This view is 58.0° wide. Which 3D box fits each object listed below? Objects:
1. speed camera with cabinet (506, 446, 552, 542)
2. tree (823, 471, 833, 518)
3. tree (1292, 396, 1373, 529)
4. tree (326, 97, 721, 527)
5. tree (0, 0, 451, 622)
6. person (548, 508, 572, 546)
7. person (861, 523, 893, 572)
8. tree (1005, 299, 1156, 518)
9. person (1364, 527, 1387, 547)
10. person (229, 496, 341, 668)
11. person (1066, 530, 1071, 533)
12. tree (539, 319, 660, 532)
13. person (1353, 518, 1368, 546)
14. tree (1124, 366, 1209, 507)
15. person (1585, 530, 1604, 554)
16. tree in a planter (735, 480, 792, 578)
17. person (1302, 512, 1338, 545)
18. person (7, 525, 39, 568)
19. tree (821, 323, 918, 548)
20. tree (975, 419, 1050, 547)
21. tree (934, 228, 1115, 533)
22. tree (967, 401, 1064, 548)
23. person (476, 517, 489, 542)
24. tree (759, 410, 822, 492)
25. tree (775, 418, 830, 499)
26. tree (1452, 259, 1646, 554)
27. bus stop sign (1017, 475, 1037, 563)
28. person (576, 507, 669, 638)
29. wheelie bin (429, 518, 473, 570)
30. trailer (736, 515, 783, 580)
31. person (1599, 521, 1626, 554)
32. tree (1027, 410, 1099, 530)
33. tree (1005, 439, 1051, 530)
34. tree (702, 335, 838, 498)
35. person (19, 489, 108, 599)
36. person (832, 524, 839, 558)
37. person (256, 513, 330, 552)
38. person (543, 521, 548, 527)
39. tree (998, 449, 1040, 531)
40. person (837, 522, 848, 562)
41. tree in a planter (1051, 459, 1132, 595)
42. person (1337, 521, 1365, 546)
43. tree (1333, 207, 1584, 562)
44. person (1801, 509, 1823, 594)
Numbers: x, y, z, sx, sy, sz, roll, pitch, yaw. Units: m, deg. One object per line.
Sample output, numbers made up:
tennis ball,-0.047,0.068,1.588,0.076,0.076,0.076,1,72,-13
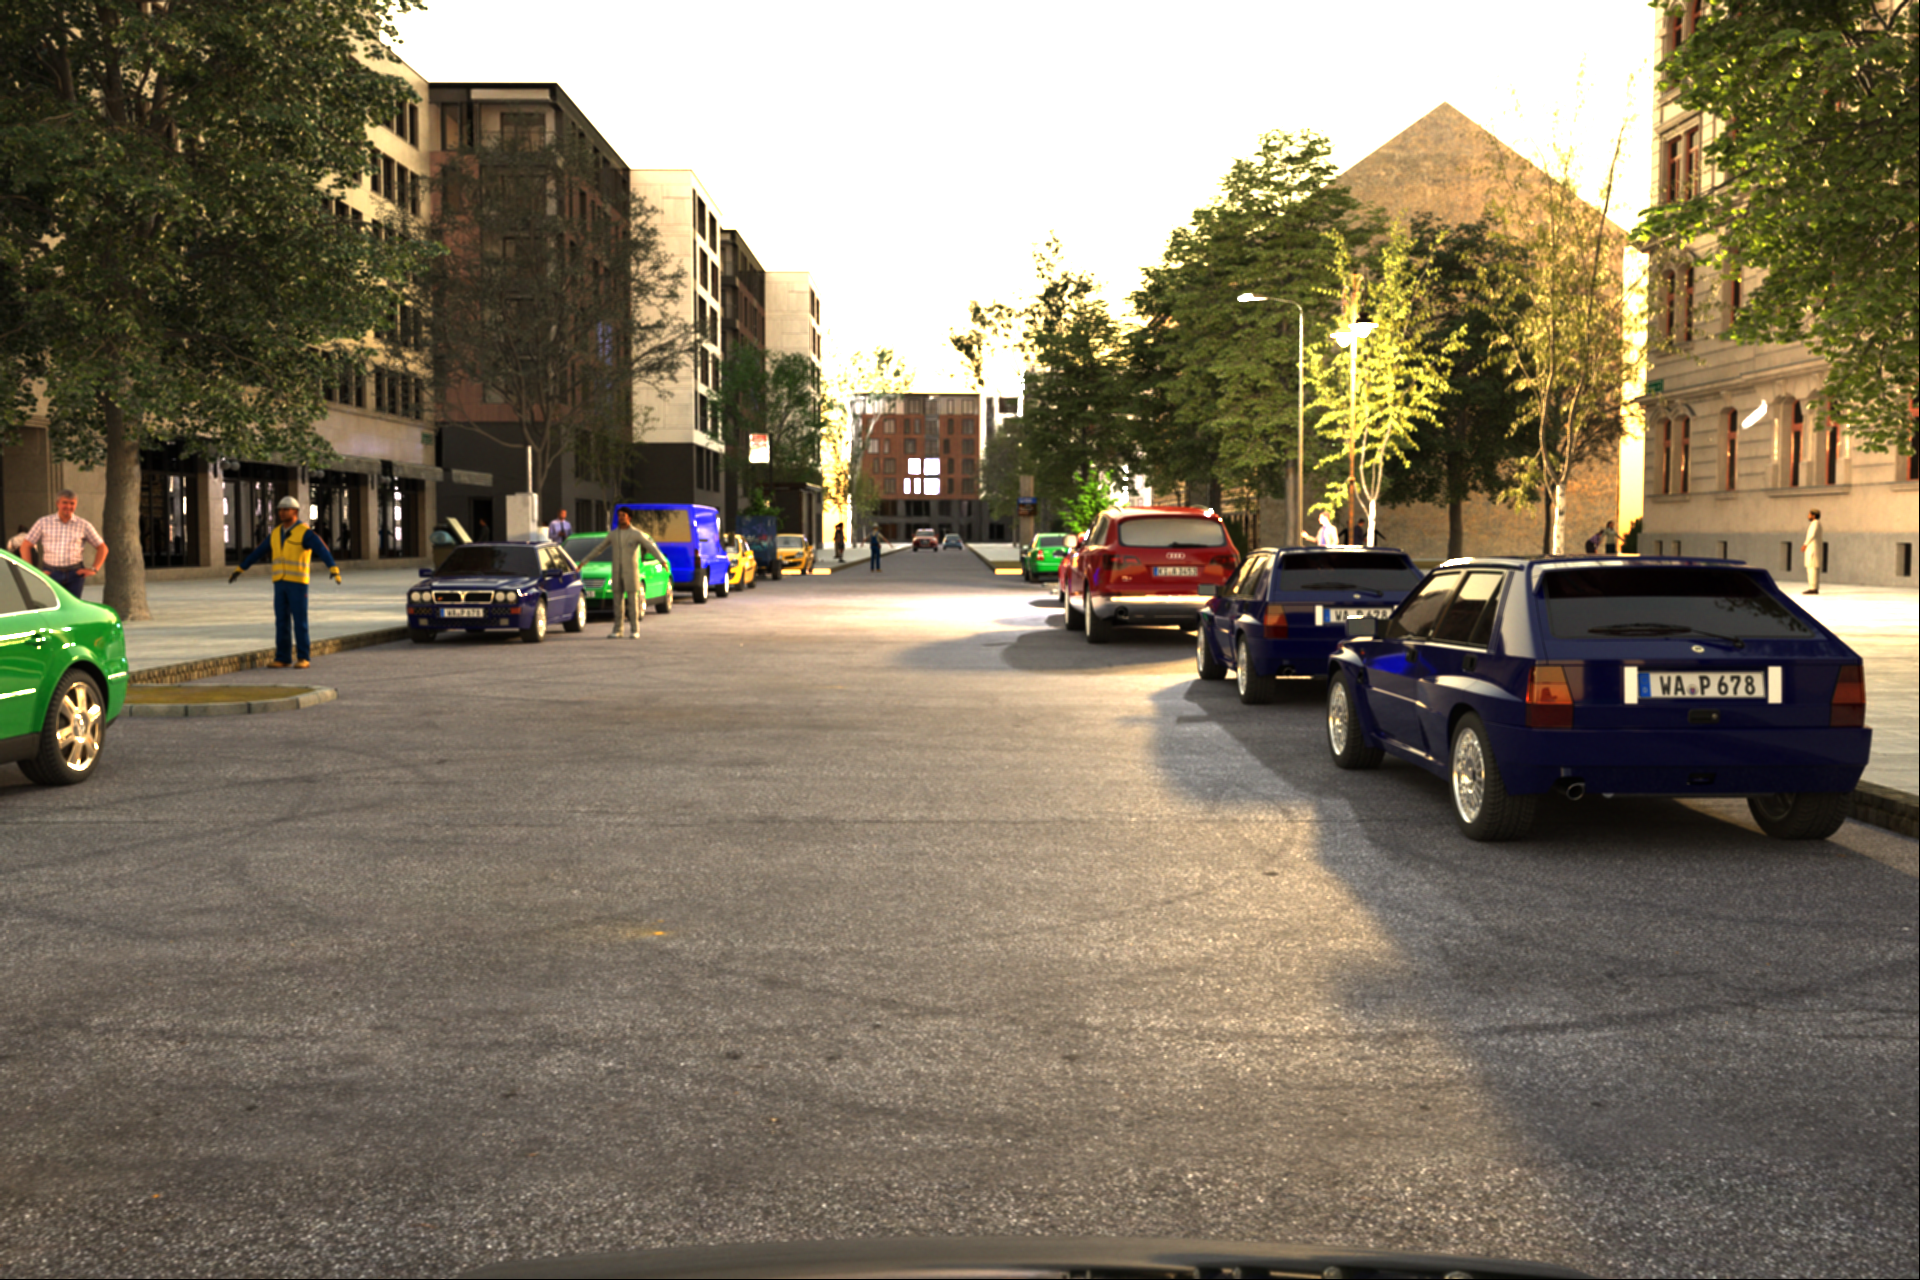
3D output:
speed camera with cabinet,-9.874,-2.774,39.691,0.660,3.252,2.038,0,3,0
tree,-22.360,-20.669,256.061,7.486,12.596,7.792,0,3,0
tree,16.952,-7.928,79.979,4.360,8.622,3.978,0,3,0
tree,-11.895,-8.454,48.591,12.009,13.543,11.850,0,3,0
tree,-12.401,-7.265,25.440,9.857,13.997,8.962,0,3,0
person,-8.498,-1.910,37.143,0.709,1.838,0.599,-3,5,-41
person,-3.203,-3.518,65.827,1.347,1.847,0.705,2,4,23
tree,6.070,-10.107,83.375,7.486,12.596,7.792,0,3,0
person,20.503,-4.876,85.916,1.347,1.806,0.705,2,4,35
person,-7.187,-0.619,18.547,1.349,1.833,0.705,1,4,15
person,6.538,-5.856,101.867,1.348,1.813,0.705,0,4,3
tree,-11.851,-6.636,58.867,4.360,8.622,3.978,0,3,0
person,12.472,-2.905,53.995,0.568,1.767,0.683,-1,4,-22
tree,9.655,-7.543,73.692,4.360,8.622,3.978,0,3,0
person,22.722,-3.220,61.930,0.421,1.427,0.697,-3,5,-44
tree in a planter,-6.584,-3.651,56.913,1.991,3.239,1.994,0,4,1
person,7.789,-1.898,37.611,0.750,1.759,0.617,0,4,-3
person,-15.585,-1.203,28.907,0.799,1.438,0.628,2,4,29
tree,-11.004,-18.432,157.256,12.611,20.169,13.585,0,3,0
tree,4.933,-15.332,168.798,7.486,12.596,7.792,0,3,0
tree,4.722,-15.549,110.117,12.611,20.169,13.585,0,3,0
tree,5.688,-15.102,157.295,12.009,13.543,11.850,0,3,0
person,-15.185,-3.003,55.170,0.705,1.821,1.348,0,4,-4
tree,-9.908,-9.188,100.588,4.360,8.622,3.978,0,3,0
tree,-9.987,-9.702,108.982,4.737,8.622,4.395,0,3,0
tree,26.412,-10.210,77.311,12.009,13.543,11.850,0,3,0
bus stop sign,3.015,-5.445,78.047,0.837,3.901,0.837,0,4,-1
person,-4.624,-0.931,23.859,1.347,1.806,0.705,1,4,12
wheelie bin,-9.758,-1.548,33.214,0.693,1.594,0.980,0,4,-1
trailer,-6.336,-2.835,53.395,1.471,1.999,3.904,0,4,0
person,22.489,-3.235,59.727,1.217,1.735,0.721,-2,4,-25
tree,6.372,-8.927,96.326,4.360,8.622,3.978,0,3,0
tree,5.578,-11.240,134.139,4.737,8.622,4.395,0,3,0
tree,-10.050,-10.140,91.550,9.928,11.665,9.643,0,3,0
person,-8.611,-0.591,16.647,0.756,1.711,0.436,-1,4,-23
person,-6.566,-5.232,91.817,0.705,1.796,1.348,-1,4,-12
person,-11.769,-1.492,30.562,1.345,1.807,0.704,-3,4,-38
person,-17.200,-4.011,71.805,0.704,1.802,1.346,0,4,-5
tree,5.506,-11.857,144.222,4.737,8.622,4.395,0,3,0
person,-5.357,-4.428,78.542,0.704,1.843,1.345,1,4,11
tree in a planter,3.186,-2.701,41.389,1.991,3.239,1.994,0,4,1
person,15.992,-3.992,71.201,1.347,1.837,0.705,1,4,18
tree,19.113,-9.794,66.793,9.857,13.997,8.962,0,3,0
person,18.160,-1.885,36.906,0.704,1.819,1.344,2,4,35
